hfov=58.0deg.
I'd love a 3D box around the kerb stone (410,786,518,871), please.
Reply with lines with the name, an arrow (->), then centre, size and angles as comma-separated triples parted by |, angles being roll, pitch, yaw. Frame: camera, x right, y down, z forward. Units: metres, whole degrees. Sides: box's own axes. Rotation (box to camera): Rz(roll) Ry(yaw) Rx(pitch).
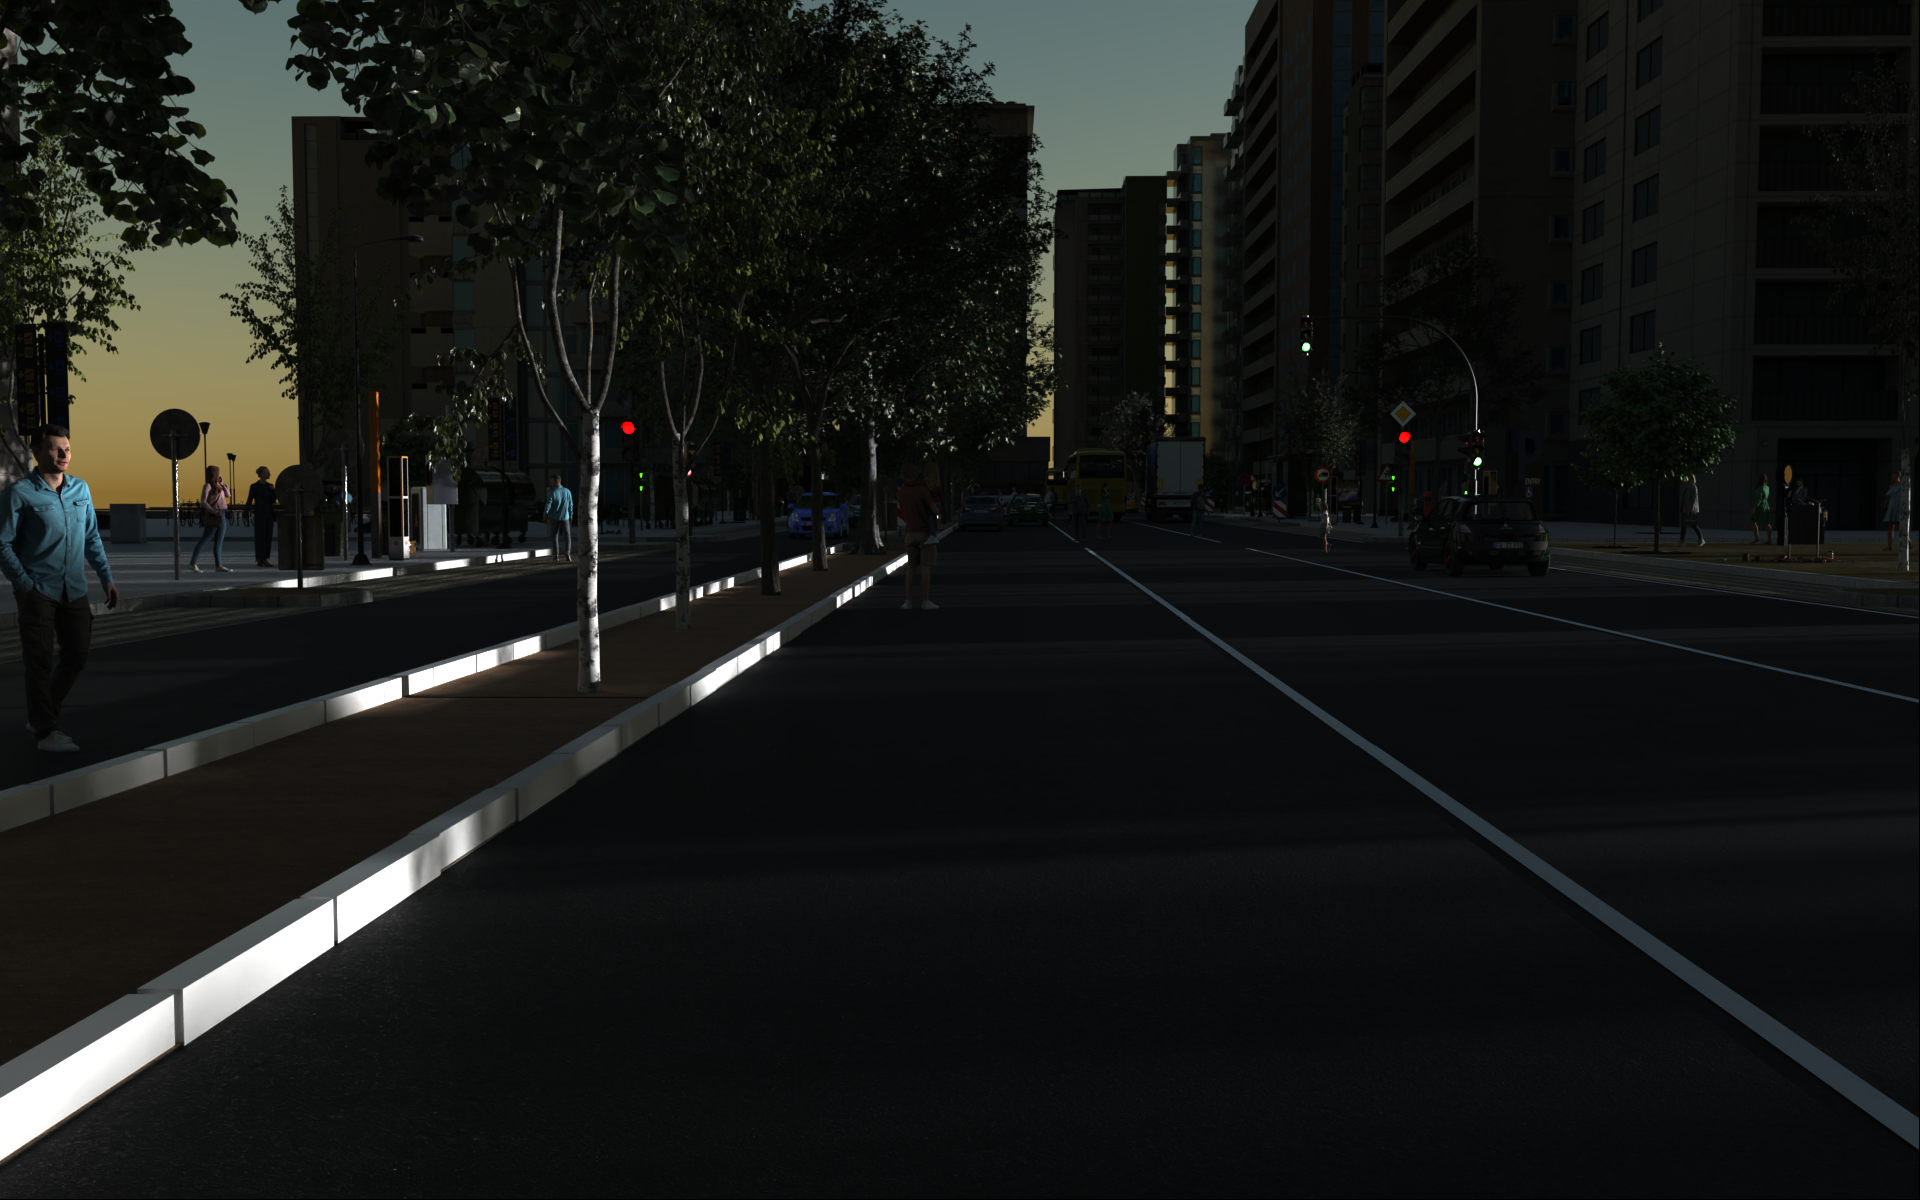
kerb stone -> -2.011, 0.927, 7.045 | 0.120, 0.150, 1.000 | 0, 4, 2

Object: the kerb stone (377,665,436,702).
kerb stone -> -3.961, 0.606, 12.288 | 0.120, 0.150, 1.000 | 0, 4, 2

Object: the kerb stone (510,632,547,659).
kerb stone -> -3.874, 0.419, 15.353 | 0.120, 0.150, 1.000 | 0, 4, 2

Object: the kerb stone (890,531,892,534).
kerb stone -> -2.587, -2.372, 60.981 | 0.120, 0.150, 1.000 | 0, 4, 2

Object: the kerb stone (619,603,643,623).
kerb stone -> -3.758, 0.168, 19.450 | 0.120, 0.150, 1.000 | 0, 4, 2

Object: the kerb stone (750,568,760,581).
kerb stone -> -3.495, -0.393, 28.693 | 0.120, 0.150, 1.000 | 0, 4, 2

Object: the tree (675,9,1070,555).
tree -> -2.163, -7.416, 40.721 | 9.611, 12.733, 9.660 | 0, 3, 0

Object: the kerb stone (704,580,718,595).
kerb stone -> -3.614, -0.147, 24.595 | 0.120, 0.150, 1.000 | 0, 4, 2

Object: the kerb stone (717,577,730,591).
kerb stone -> -3.586, -0.210, 25.624 | 0.120, 0.150, 1.000 | 0, 4, 2

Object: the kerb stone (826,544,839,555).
kerb stone -> -3.116, -1.213, 42.032 | 0.120, 0.150, 1.000 | 0, 4, 2

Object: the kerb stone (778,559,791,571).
kerb stone -> -3.378, -0.648, 32.795 | 0.120, 0.150, 1.000 | 0, 4, 2

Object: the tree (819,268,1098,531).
tree -> -1.020, -9.430, 67.014 | 12.009, 13.543, 11.850 | 0, 3, 0

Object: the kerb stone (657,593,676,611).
kerb stone -> -3.694, 0.042, 21.503 | 0.120, 0.150, 1.000 | 0, 4, 2

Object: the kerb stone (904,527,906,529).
kerb stone -> -2.353, -2.874, 69.180 | 0.120, 0.150, 1.000 | 0, 4, 2

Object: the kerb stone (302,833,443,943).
kerb stone -> -2.029, 0.989, 6.018 | 0.120, 0.150, 1.000 | 0, 4, 2

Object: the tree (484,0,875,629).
tree -> -2.894, -3.976, 17.828 | 4.737, 8.622, 4.395 | 0, 3, 0

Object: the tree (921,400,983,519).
tree -> -0.457, -8.876, 97.939 | 4.737, 8.622, 4.395 | 0, 3, 0

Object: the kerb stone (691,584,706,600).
kerb stone -> -3.644, -0.084, 23.568 | 0.120, 0.150, 1.000 | 0, 4, 2

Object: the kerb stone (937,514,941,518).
kerb stone -> -1.194, -5.379, 110.148 | 0.120, 0.150, 1.000 | 0, 4, 2

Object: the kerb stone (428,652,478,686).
kerb stone -> -3.934, 0.543, 13.309 | 0.120, 0.150, 1.000 | 0, 4, 2

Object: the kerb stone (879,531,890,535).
kerb stone -> -2.612, -2.309, 59.959 | 0.120, 0.150, 1.000 | 0, 4, 2

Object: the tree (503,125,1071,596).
tree -> -2.630, -5.355, 24.416 | 8.767, 10.594, 7.601 | 0, 4, 2

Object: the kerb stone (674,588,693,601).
kerb stone -> -3.664, -0.020, 22.531 | 0.120, 0.150, 1.000 | 0, 4, 2

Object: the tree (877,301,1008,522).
tree -> -0.748, -10.345, 89.733 | 7.486, 12.596, 7.792 | 0, 3, 0

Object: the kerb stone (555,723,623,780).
kerb stone -> -1.952, 0.802, 9.090 | 0.120, 0.150, 1.000 | 0, 4, 2

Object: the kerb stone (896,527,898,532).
kerb stone -> -2.492, -2.556, 64.059 | 0.120, 0.150, 1.000 | 0, 4, 2

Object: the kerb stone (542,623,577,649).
kerb stone -> -3.835, 0.356, 16.378 | 0.120, 0.150, 1.000 | 0, 4, 2

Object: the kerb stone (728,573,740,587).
kerb stone -> -3.554, -0.272, 26.645 | 0.120, 0.150, 1.000 | 0, 4, 2

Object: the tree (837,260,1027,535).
tree -> -1.487, -7.818, 56.033 | 9.928, 11.665, 9.643 | 0, 3, 0

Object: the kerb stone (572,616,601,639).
kerb stone -> -3.810, 0.293, 17.404 | 0.120, 0.150, 1.000 | 0, 4, 2

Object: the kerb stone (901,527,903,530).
kerb stone -> -2.408, -2.748, 67.129 | 0.120, 0.150, 1.000 | 0, 4, 2

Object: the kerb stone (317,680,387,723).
kerb stone -> -3.985, 0.668, 11.266 | 0.120, 0.150, 1.000 | 0, 4, 2

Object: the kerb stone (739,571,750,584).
kerb stone -> -3.528, -0.335, 27.667 | 0.120, 0.150, 1.000 | 0, 4, 2

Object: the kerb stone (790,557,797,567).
kerb stone -> -3.348, -0.710, 33.823 | 0.120, 0.150, 1.000 | 0, 4, 2

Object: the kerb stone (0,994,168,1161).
kerb stone -> -2.100, 1.122, 3.971 | 0.120, 0.150, 1.000 | 0, 4, 2

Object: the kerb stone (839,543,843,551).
kerb stone -> -3.091, -1.276, 43.053 | 0.120, 0.150, 1.000 | 0, 4, 2

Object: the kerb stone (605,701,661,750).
kerb stone -> -1.925, 0.739, 10.112 | 0.120, 0.150, 1.000 | 0, 4, 2

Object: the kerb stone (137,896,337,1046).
kerb stone -> -2.059, 1.052, 4.991 | 0.120, 0.150, 1.000 | 0, 4, 2

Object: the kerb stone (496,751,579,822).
kerb stone -> -1.974, 0.866, 8.069 | 0.120, 0.150, 1.000 | 0, 4, 2

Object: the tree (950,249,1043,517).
tree -> -1.733, -15.170, 106.383 | 12.611, 20.169, 13.585 | 0, 3, 0

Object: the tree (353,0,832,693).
tree -> -2.683, -3.648, 12.466 | 4.360, 8.622, 3.978 | 0, 3, 0

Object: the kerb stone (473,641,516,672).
kerb stone -> -3.901, 0.481, 14.331 | 0.120, 0.150, 1.000 | 0, 4, 2

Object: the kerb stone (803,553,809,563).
kerb stone -> -3.289, -0.837, 35.875 | 0.120, 0.150, 1.000 | 0, 4, 2

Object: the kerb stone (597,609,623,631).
kerb stone -> -3.785, 0.232, 18.428 | 0.120, 0.150, 1.000 | 0, 4, 2

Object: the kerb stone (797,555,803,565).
kerb stone -> -3.321, -0.774, 34.844 | 0.120, 0.150, 1.000 | 0, 4, 2

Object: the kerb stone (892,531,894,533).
kerb stone -> -2.552, -2.428, 62.003 | 0.120, 0.150, 1.000 | 0, 4, 2

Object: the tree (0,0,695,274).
tree -> -3.036, -5.819, 4.255 | 9.857, 13.997, 8.962 | 0, 3, 0

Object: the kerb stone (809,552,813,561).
kerb stone -> -3.262, -0.900, 36.904 | 0.120, 0.150, 1.000 | 0, 4, 2

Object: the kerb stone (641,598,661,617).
kerb stone -> -3.724, 0.107, 20.471 | 0.120, 0.150, 1.000 | 0, 4, 2
